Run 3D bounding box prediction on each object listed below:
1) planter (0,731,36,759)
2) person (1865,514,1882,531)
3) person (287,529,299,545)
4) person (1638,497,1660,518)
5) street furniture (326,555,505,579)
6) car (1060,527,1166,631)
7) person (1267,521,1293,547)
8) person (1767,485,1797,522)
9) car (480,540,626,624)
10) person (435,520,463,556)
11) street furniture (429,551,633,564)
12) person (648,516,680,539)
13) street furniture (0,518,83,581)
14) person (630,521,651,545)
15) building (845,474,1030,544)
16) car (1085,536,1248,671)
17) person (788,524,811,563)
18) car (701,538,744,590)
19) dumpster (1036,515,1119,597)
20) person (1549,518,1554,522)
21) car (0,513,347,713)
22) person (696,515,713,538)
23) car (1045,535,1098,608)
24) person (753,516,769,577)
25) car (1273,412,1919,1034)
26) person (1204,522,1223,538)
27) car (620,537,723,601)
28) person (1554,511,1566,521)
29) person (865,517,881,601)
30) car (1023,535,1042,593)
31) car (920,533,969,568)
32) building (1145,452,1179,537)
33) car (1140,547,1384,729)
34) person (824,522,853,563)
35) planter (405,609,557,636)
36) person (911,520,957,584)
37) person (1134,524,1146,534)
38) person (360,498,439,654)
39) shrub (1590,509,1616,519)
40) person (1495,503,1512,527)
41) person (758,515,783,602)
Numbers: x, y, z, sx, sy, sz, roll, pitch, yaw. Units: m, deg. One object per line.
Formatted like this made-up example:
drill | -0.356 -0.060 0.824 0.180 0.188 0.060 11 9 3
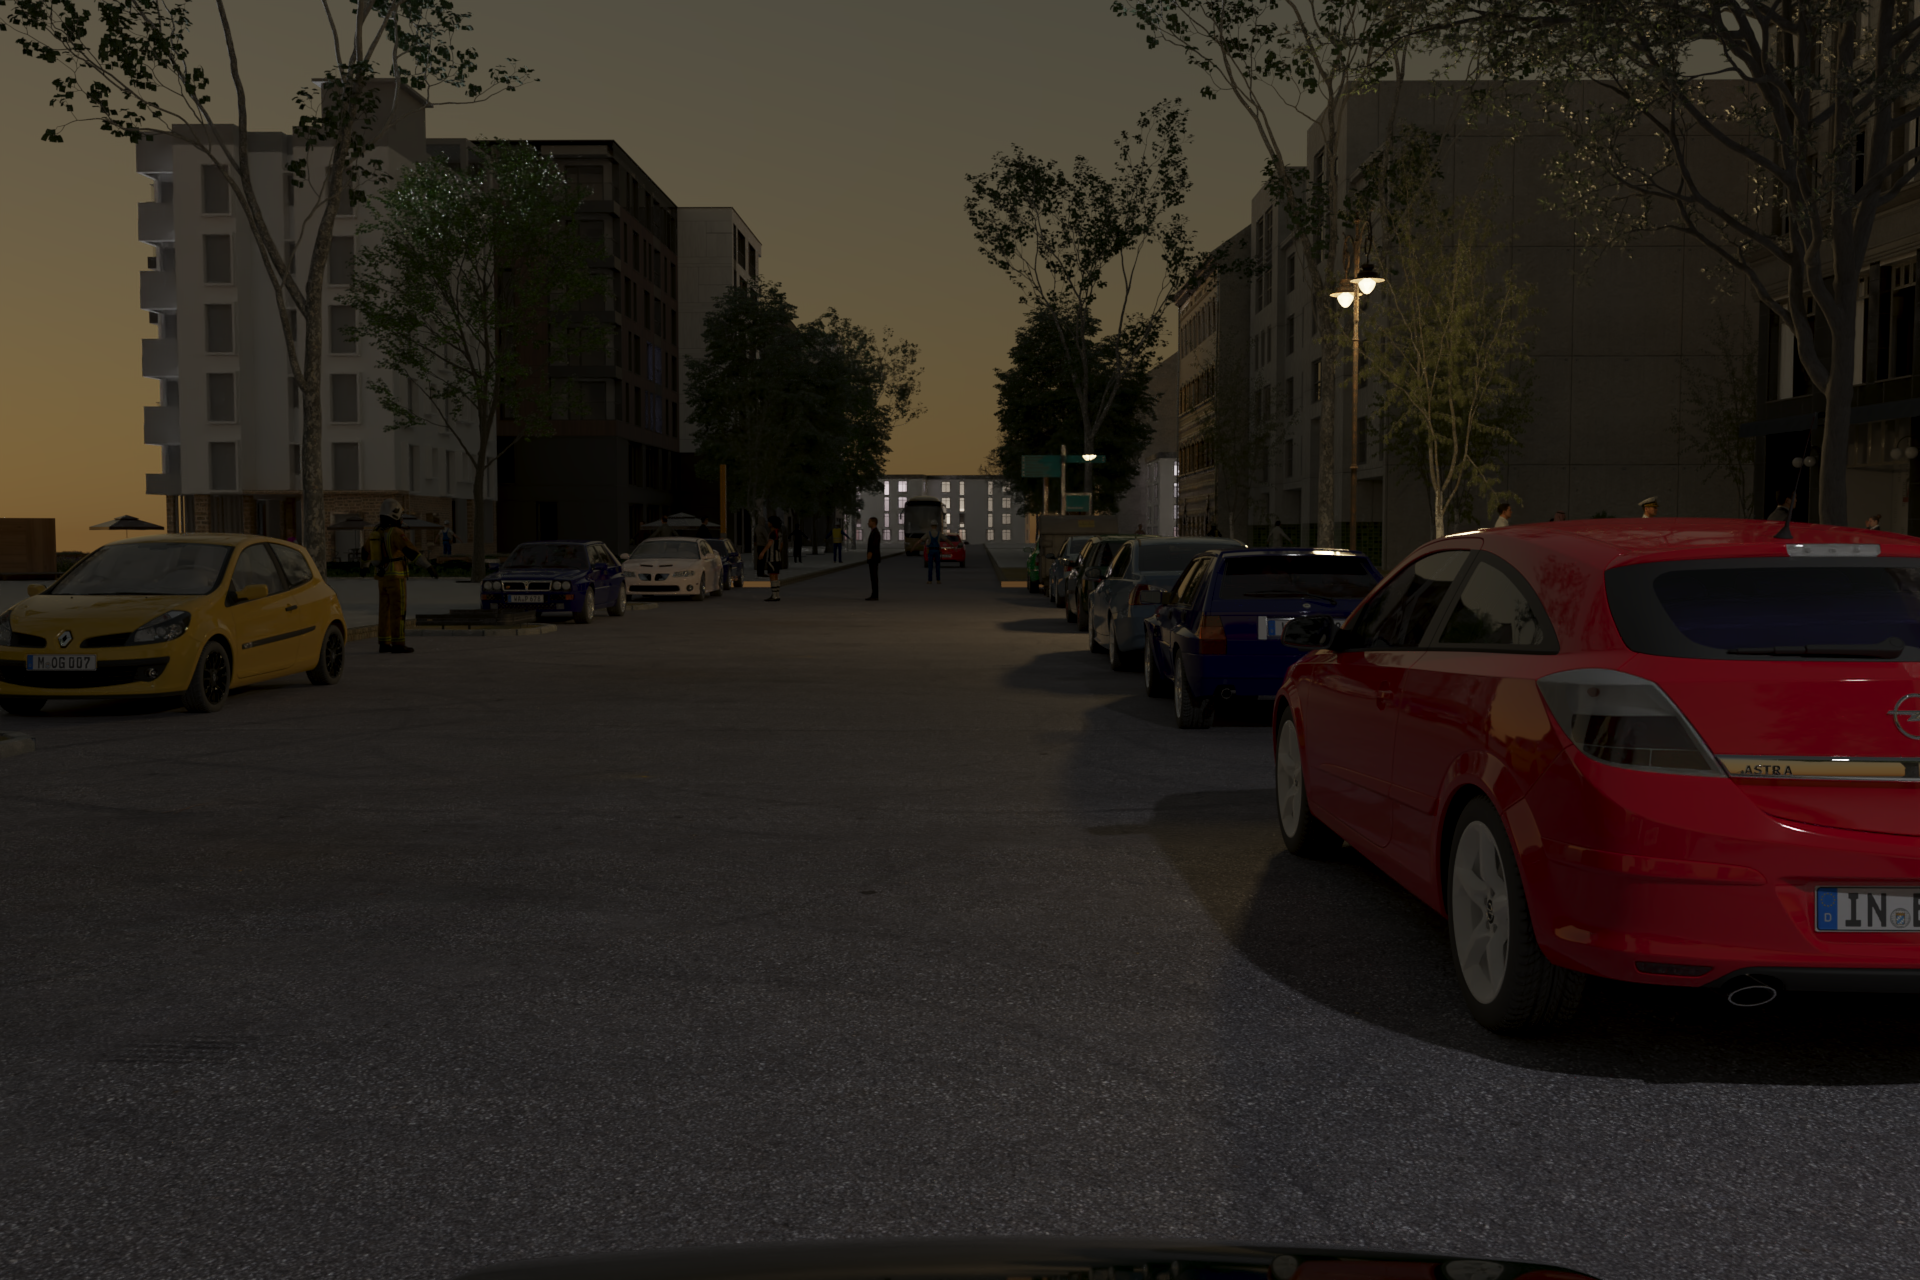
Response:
planter | -7.109 0.622 10.976 1.991 0.319 1.994 0 4 0
person | 20.220 -1.939 38.547 0.445 1.727 0.742 0 4 -3
person | -18.542 -2.360 47.850 0.991 1.433 0.599 3 4 39
person | 10.618 -1.276 26.649 1.343 1.855 0.704 -3 5 -42
street furniture | -17.267 -2.210 51.754 10.072 0.657 5.734 0 4 -4
car | 2.581 -1.045 26.880 2.009 1.686 4.222 0 3 0
person | 12.320 -3.719 66.984 0.705 1.806 1.347 -2 4 -34
person | 9.212 -0.812 19.318 0.704 1.823 1.345 0 4 1
car | -6.733 -0.996 28.863 1.945 1.354 3.894 0 4 1
person | -21.038 -3.991 71.107 1.347 1.847 0.705 1 4 20
street furniture | -14.638 -2.961 64.042 10.072 0.657 5.734 -1 4 -13
person | -8.372 -2.616 49.037 1.348 1.796 0.705 -3 5 -41
street furniture | -27.746 -2.664 50.409 9.812 1.723 11.010 -2 4 -31
person | -12.922 -3.935 70.475 1.346 1.812 0.704 3 5 39
building | -4.521 -18.261 243.171 28.070 9.664 9.099 1 4 9
car | 2.440 -0.453 19.411 2.014 1.417 4.499 0 4 0
person | -7.153 -4.289 76.841 1.216 1.740 0.721 2 4 25
car | -6.717 -2.009 45.421 1.945 1.354 3.894 0 4 0
dumpster | 2.694 -1.925 39.685 1.865 1.857 1.264 0 4 0
person | 19.695 -3.138 57.495 0.705 1.806 1.347 -2 4 -34
car | -6.795 -0.297 15.078 2.015 1.641 3.980 0 4 1
person | -7.632 -2.812 51.906 0.705 1.837 1.347 -3 4 -36
car | 2.740 -1.404 34.960 2.014 1.417 4.499 0 4 0
person | -5.896 -2.788 51.712 0.705 1.813 1.348 -2 4 -32
car | 2.364 0.158 6.455 2.155 1.783 4.494 0 4 -1
person | 12.220 -4.760 83.601 1.354 1.856 0.705 -2 4 -31
car | -6.396 -1.597 38.474 2.083 1.381 4.827 0 4 0
person | 13.595 -2.022 39.206 0.704 1.811 1.347 1 4 10
person | -1.892 -1.756 37.389 0.704 1.802 1.346 0 4 -3
car | 2.574 -2.106 43.235 1.959 1.807 4.718 0 4 1
car | -0.668 -4.046 75.196 2.155 1.783 4.494 0 4 -1
building | 24.880 -14.391 177.436 9.099 9.664 28.070 0 4 0
car | 2.476 -0.090 14.048 1.945 1.354 3.894 0 4 1
person | -5.432 -4.342 76.955 1.349 1.833 0.705 1 4 12
planter | -6.985 -0.252 25.256 1.991 0.319 1.994 0 4 1
person | -0.746 -2.536 49.784 1.347 1.847 0.705 0 4 -5
person | 8.170 -4.359 78.074 1.217 1.733 0.721 -2 4 -26
person | -6.825 -0.773 20.871 1.354 1.858 0.705 2 4 33
shrub | 19.126 -2.879 51.491 1.690 2.028 1.600 0 3 0
person | 9.374 -1.445 29.785 0.704 1.810 1.344 1 4 10
person | -3.989 -1.729 36.874 0.704 1.843 1.345 1 4 10
